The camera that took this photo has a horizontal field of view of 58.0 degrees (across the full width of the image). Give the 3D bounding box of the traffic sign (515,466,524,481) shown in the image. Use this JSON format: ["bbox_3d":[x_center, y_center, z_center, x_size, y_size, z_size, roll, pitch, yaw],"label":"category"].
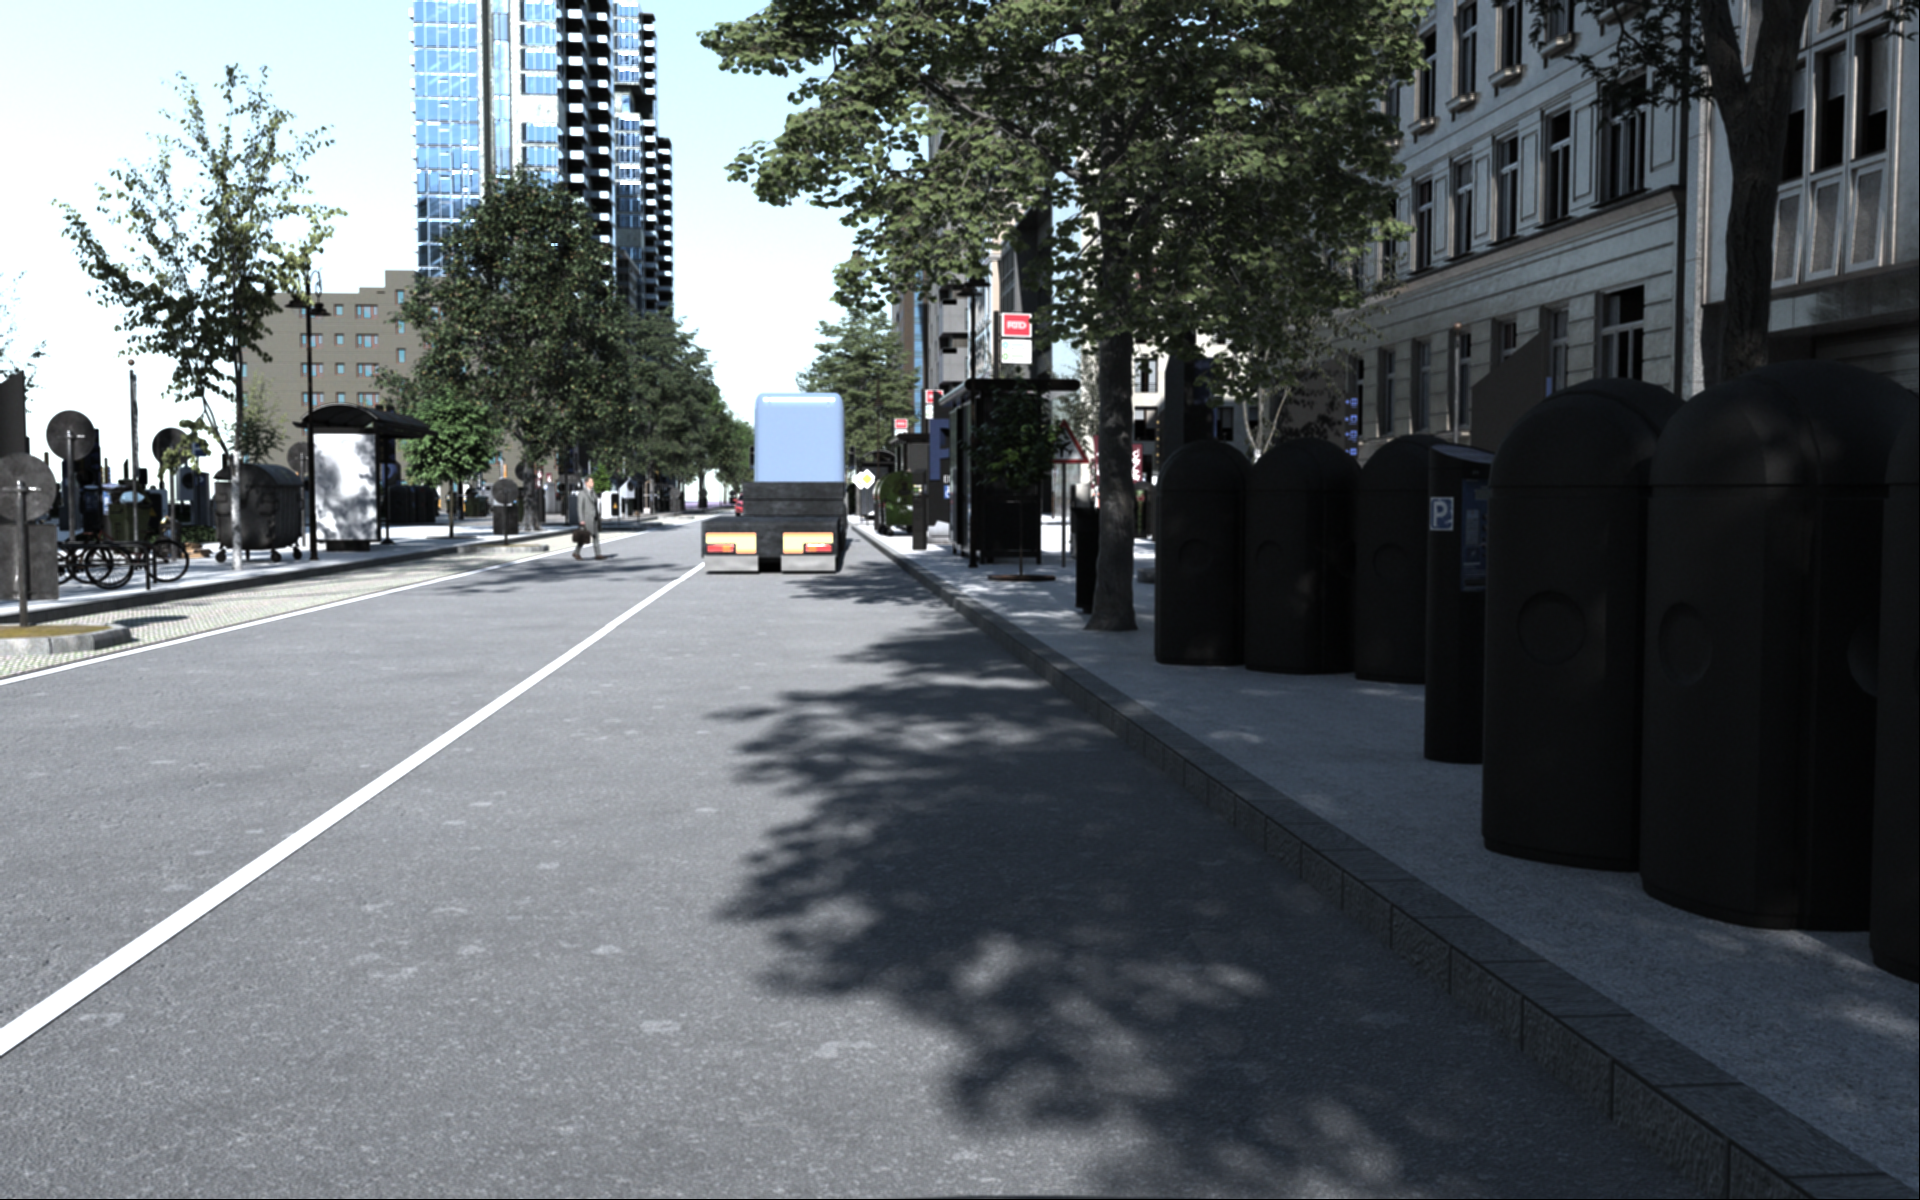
[{"bbox_3d":[-17.017,-4.136,67.728,0.768,2.556,0.104,0,4,2],"label":"traffic sign"}]

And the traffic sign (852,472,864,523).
[{"bbox_3d":[-4.432,-4.517,77.492,0.795,2.450,0.064,0,4,-5],"label":"traffic sign"}]

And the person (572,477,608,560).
[{"bbox_3d":[-8.045,-1.775,37.620,0.767,1.812,0.694,2,4,24],"label":"person"}]

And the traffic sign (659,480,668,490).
[{"bbox_3d":[-25.517,-9.114,149.116,0.768,2.556,0.104,0,4,-1],"label":"traffic sign"}]

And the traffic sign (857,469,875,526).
[{"bbox_3d":[-3.727,-4.030,69.538,0.795,2.450,0.064,0,4,-5],"label":"traffic sign"}]

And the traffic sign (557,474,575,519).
[{"bbox_3d":[-18.133,-4.873,79.684,0.884,2.594,0.081,0,4,3],"label":"traffic sign"}]

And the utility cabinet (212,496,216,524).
[{"bbox_3d":[-31.952,-3.926,75.347,1.020,1.237,0.306,-2,4,-29],"label":"utility cabinet"}]

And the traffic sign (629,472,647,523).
[{"bbox_3d":[-14.240,-4.465,76.647,0.795,2.450,0.064,0,4,-5],"label":"traffic sign"}]

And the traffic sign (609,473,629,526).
[{"bbox_3d":[-13.535,-3.979,68.693,0.795,2.450,0.064,0,4,-5],"label":"traffic sign"}]

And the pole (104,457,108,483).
[{"bbox_3d":[-47.552,-6.280,96.522,0.158,3.312,0.155,0,3,0],"label":"pole"}]

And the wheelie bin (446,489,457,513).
[{"bbox_3d":[-33.804,-6.569,115.304,0.693,1.594,0.980,0,4,1],"label":"wheelie bin"}]

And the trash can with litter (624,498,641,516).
[{"bbox_3d":[-19.185,-5.514,101.549,1.055,1.170,0.624,0,4,-7],"label":"trash can with litter"}]

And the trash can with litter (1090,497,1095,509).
[{"bbox_3d":[6.188,-4.097,78.366,1.055,1.170,0.624,2,4,29],"label":"trash can with litter"}]

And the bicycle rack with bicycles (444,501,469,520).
[{"bbox_3d":[-25.665,-4.444,86.046,2.852,0.926,2.925,0,4,-6],"label":"bicycle rack with bicycles"}]

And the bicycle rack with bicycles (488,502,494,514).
[{"bbox_3d":[-30.943,-6.086,112.889,2.852,0.926,2.925,2,4,33],"label":"bicycle rack with bicycles"}]

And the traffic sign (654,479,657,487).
[{"bbox_3d":[-24.829,-8.527,139.522,0.768,2.556,0.104,0,4,-1],"label":"traffic sign"}]

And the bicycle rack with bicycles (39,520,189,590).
[{"bbox_3d":[-12.215,-0.632,23.714,2.925,0.926,2.852,-1,4,-21],"label":"bicycle rack with bicycles"}]

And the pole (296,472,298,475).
[{"bbox_3d":[-50.341,-8.427,131.630,0.158,3.312,0.155,0,3,0],"label":"pole"}]

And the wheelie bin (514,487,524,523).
[{"bbox_3d":[-19.657,-4.298,78.179,0.980,1.594,0.693,-2,4,-27],"label":"wheelie bin"}]

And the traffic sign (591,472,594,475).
[{"bbox_3d":[-21.007,-6.052,98.950,0.884,2.594,0.081,0,4,4],"label":"traffic sign"}]

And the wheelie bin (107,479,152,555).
[{"bbox_3d":[-17.699,-1.774,36.918,0.980,1.594,0.693,2,4,30],"label":"wheelie bin"}]

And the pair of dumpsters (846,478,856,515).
[{"bbox_3d":[-6.534,-6.518,109.069,1.574,2.255,4.437,0,4,-5],"label":"pair of dumpsters"}]

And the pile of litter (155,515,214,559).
[{"bbox_3d":[-15.751,-1.296,35.161,1.176,0.858,1.719,0,3,0],"label":"pile of litter"}]

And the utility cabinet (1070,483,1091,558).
[{"bbox_3d":[2.394,-1.590,34.676,0.318,1.500,1.173,0,4,-1],"label":"utility cabinet"}]

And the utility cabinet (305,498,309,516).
[{"bbox_3d":[-37.116,-5.445,97.706,0.318,1.500,1.173,0,4,8],"label":"utility cabinet"}]

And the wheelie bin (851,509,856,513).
[{"bbox_3d":[-7.243,-6.577,115.439,0.980,1.594,0.693,-1,4,-18],"label":"wheelie bin"}]

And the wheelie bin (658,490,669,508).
[{"bbox_3d":[-24.778,-8.373,144.808,0.980,1.594,0.693,-1,4,-11],"label":"wheelie bin"}]

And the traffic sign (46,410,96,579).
[{"bbox_3d":[-13.460,-1.597,26.222,0.768,2.556,0.104,0,4,3],"label":"traffic sign"}]

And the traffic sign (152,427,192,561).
[{"bbox_3d":[-15.036,-2.015,33.055,0.768,2.556,0.104,0,4,0],"label":"traffic sign"}]

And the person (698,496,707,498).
[{"bbox_3d":[-34.062,-13.451,229.152,1.217,1.736,0.721,-1,4,-9],"label":"person"}]

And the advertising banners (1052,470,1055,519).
[{"bbox_3d":[4.804,-5.675,88.968,0.090,3.025,2.074,0,3,0],"label":"advertising banners"}]

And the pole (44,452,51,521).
[{"bbox_3d":[-44.084,-5.494,83.663,0.158,3.312,0.155,0,3,0],"label":"pole"}]

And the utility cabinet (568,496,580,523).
[{"bbox_3d":[-16.718,-3.984,76.301,1.020,1.237,0.306,0,4,-6],"label":"utility cabinet"}]

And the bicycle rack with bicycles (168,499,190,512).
[{"bbox_3d":[-38.739,-4.217,82.336,2.852,0.926,2.925,1,4,19],"label":"bicycle rack with bicycles"}]

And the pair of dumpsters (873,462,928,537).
[{"bbox_3d":[-1.860,-3.159,54.151,1.574,2.255,4.437,0,4,-5],"label":"pair of dumpsters"}]

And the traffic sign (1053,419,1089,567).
[{"bbox_3d":[1.811,-1.847,30.205,0.884,2.594,0.081,0,4,2],"label":"traffic sign"}]

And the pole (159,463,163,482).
[{"bbox_3d":[-47.250,-6.647,102.519,0.158,3.312,0.155,0,3,0],"label":"pole"}]

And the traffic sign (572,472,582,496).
[{"bbox_3d":[-20.420,-5.541,91.787,0.795,2.450,0.064,0,4,-3],"label":"traffic sign"}]

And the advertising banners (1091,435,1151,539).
[{"bbox_3d":[4.685,-3.313,50.354,2.074,3.025,0.090,3,5,43],"label":"advertising banners"}]

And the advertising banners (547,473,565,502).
[{"bbox_3d":[-33.284,-8.995,143.258,2.074,3.025,0.090,1,4,15],"label":"advertising banners"}]

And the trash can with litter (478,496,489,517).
[{"bbox_3d":[-26.884,-5.266,97.489,0.624,1.170,1.055,0,4,-7],"label":"trash can with litter"}]

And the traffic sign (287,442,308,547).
[{"bbox_3d":[-16.036,-2.578,42.253,0.768,2.556,0.104,0,4,3],"label":"traffic sign"}]

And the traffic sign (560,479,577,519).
[{"bbox_3d":[-20.464,-5.536,90.525,0.884,2.594,0.081,0,4,3],"label":"traffic sign"}]

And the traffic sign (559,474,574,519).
[{"bbox_3d":[-19.851,-5.340,87.407,0.768,2.556,0.104,0,4,1],"label":"traffic sign"}]

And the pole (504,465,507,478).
[{"bbox_3d":[-31.361,-7.689,119.552,0.158,3.312,0.155,0,3,0],"label":"pole"}]

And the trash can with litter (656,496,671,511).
[{"bbox_3d":[-21.971,-7.177,128.737,1.055,1.170,0.624,2,4,28],"label":"trash can with litter"}]

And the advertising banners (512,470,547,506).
[{"bbox_3d":[-26.291,-6.662,105.113,2.074,3.025,0.090,0,4,0],"label":"advertising banners"}]
